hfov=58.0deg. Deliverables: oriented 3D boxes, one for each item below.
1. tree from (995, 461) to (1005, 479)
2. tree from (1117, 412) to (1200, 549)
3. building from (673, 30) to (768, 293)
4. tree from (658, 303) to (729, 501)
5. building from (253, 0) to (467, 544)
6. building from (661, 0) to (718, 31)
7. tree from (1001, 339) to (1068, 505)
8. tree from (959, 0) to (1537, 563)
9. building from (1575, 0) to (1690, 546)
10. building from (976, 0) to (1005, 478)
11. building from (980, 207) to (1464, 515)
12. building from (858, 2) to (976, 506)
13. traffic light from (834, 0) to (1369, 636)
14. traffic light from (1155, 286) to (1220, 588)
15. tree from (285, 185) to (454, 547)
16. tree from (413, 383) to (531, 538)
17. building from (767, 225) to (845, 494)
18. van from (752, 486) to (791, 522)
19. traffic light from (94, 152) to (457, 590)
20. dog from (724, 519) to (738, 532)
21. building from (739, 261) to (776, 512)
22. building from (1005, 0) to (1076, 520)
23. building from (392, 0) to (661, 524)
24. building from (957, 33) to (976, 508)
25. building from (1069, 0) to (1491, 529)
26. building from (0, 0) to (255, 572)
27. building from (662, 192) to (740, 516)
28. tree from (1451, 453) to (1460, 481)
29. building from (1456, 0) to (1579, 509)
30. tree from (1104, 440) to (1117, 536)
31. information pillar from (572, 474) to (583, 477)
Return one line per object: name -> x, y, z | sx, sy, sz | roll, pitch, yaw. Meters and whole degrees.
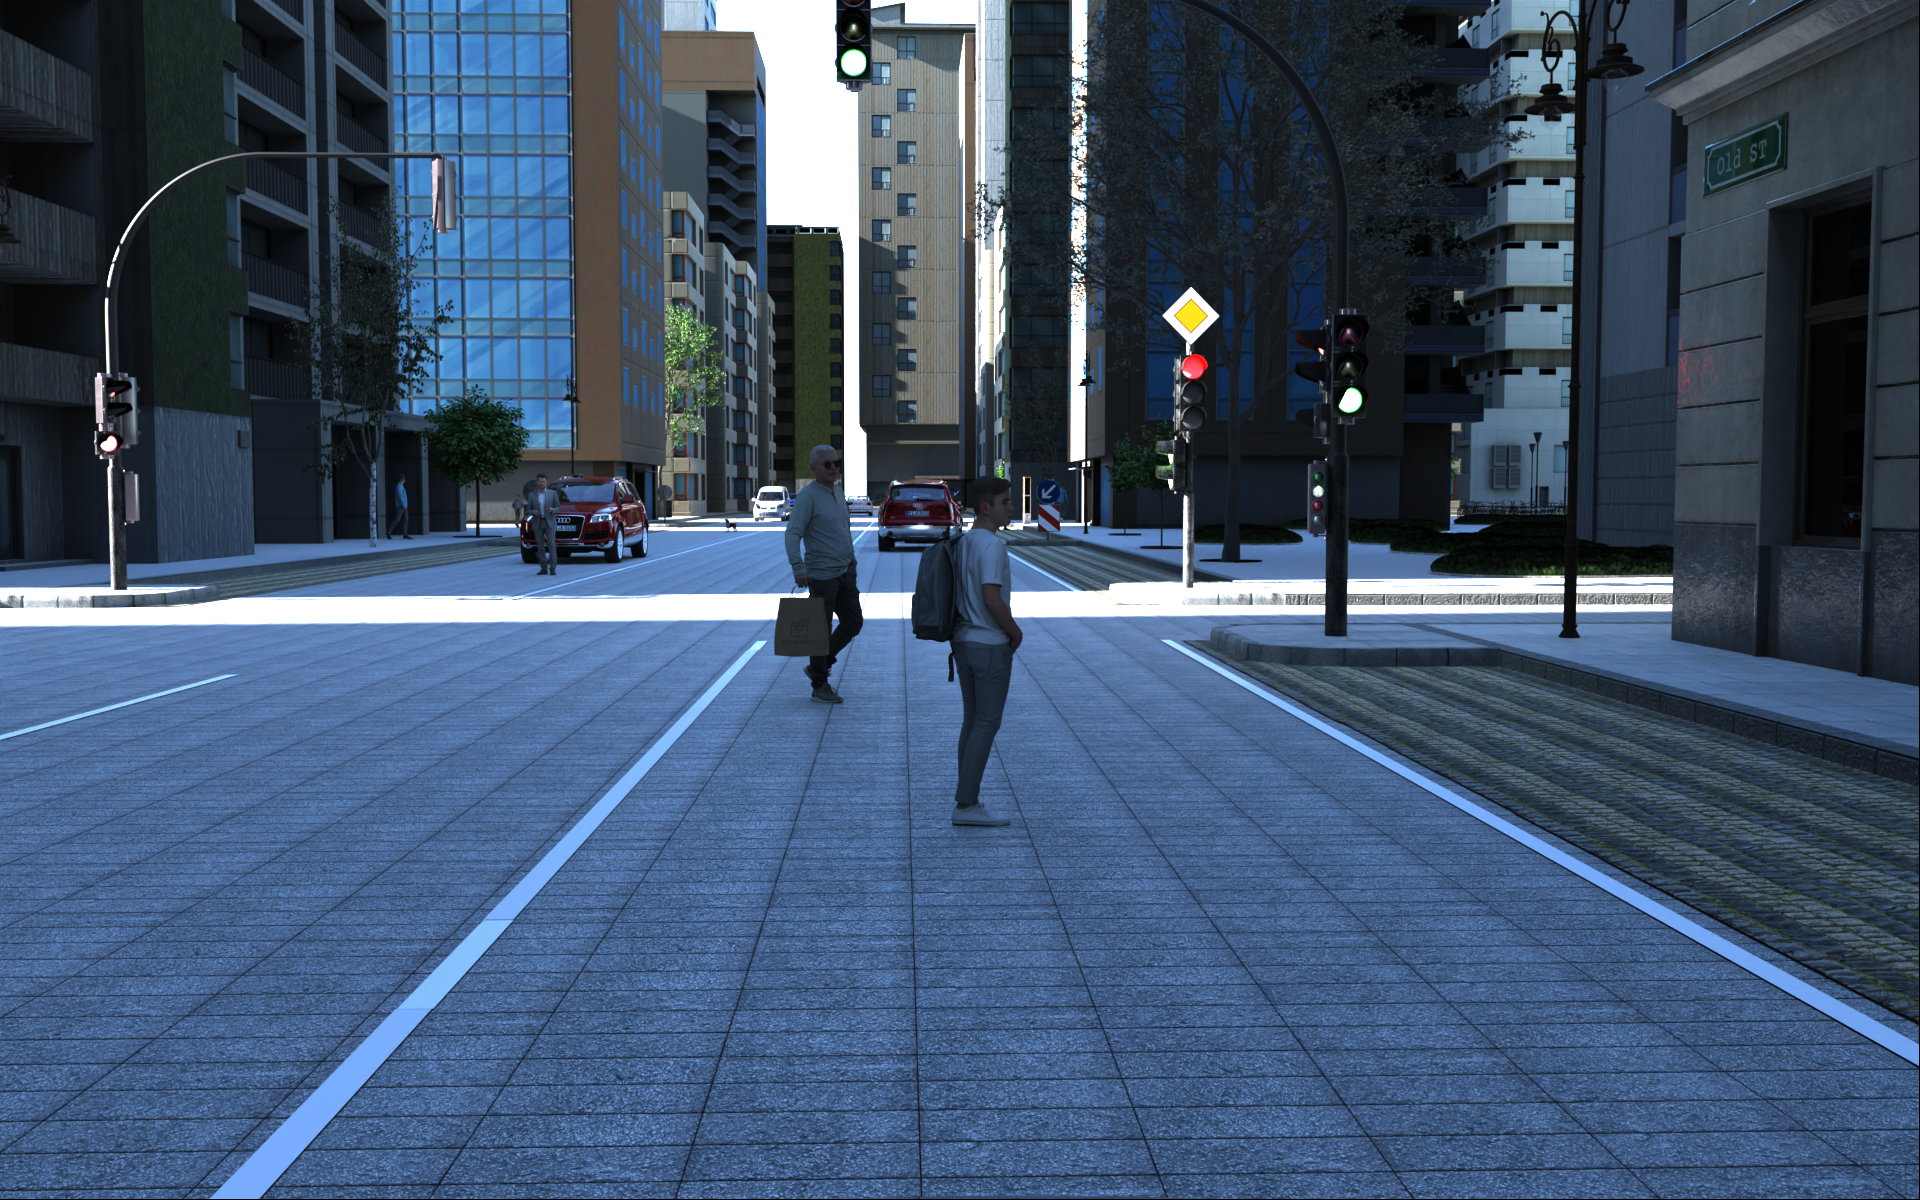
tree -> 2.505, -6.528, 101.328 | 1.663, 3.219, 1.824 | 0, 3, 0
tree -> 4.747, -2.827, 40.828 | 1.663, 3.219, 1.824 | 0, 3, 0
building -> -26.080, -31.539, 165.769 | 14.200, 45.320, 14.600 | 0, 4, -2
tree -> -16.099, -10.253, 93.388 | 9.928, 11.665, 9.643 | 0, 3, 0
building -> -27.019, -37.573, 52.563 | 20.563, 71.187, 20.611 | 0, 4, -2
building -> -40.921, -39.649, 190.263 | 28.212, 58.520, 21.231 | 0, 4, -2
tree -> 4.095, -8.010, 81.330 | 4.360, 8.622, 3.978 | 0, 3, 0
tree -> 5.271, -7.462, 32.368 | 12.009, 13.543, 11.850 | 0, 3, 0
building -> 29.234, -30.003, 32.556 | 28.212, 58.520, 21.231 | 0, 4, -2
building -> 11.832, -36.901, 145.332 | 21.231, 58.520, 28.212 | 0, 4, -2
building -> 15.816, -16.672, 117.630 | 27.650, 21.520, 28.899 | 0, 4, -2
building -> 1.788, -37.092, 195.694 | 27.495, 52.752, 28.713 | 0, 4, -2
traffic light -> 1.294, -2.491, 15.398 | 4.771, 5.953, 1.251 | 0, 4, -2
traffic light -> 3.104, -2.121, 23.592 | 0.839, 4.253, 0.868 | 0, 4, -2
tree -> -14.235, -5.589, 41.750 | 4.360, 8.622, 3.978 | 0, 3, 0
tree -> -14.421, -4.139, 51.386 | 4.285, 4.588, 4.351 | 0, 3, 0
building -> -19.661, -25.497, 188.583 | 14.107, 30.474, 14.160 | 0, 4, -2
van -> -9.913, -5.167, 91.497 | 2.013, 2.044, 4.112 | 0, 4, -1
traffic light -> -9.160, -2.968, 23.187 | 4.771, 5.953, 1.251 | 0, 4, -2
dog -> -8.585, -2.797, 65.024 | 0.406, 0.507, 0.540 | 0, 4, 6
building -> -30.087, -18.199, 142.599 | 27.650, 21.520, 28.899 | 0, 4, -2
building -> 9.271, -19.581, 91.846 | 14.160, 30.474, 14.107 | 0, 4, -2
building -> -21.494, -26.227, 78.916 | 14.600, 45.320, 14.200 | 0, 4, -2
building -> 7.062, -31.599, 166.749 | 14.600, 45.320, 14.200 | 0, 4, -2
building -> 11.938, -25.642, 69.359 | 14.600, 45.320, 14.200 | 0, 4, -2
building -> -21.717, -15.716, 28.662 | 14.160, 30.474, 14.107 | 0, 4, -2
building -> -29.877, -16.405, 113.266 | 27.650, 21.520, 28.899 | 0, 4, -2
tree -> 26.558, -7.017, 98.444 | 4.285, 4.588, 4.351 | 0, 3, 0
building -> 57.344, -35.061, 162.481 | 27.495, 52.752, 28.713 | 0, 4, -2
tree -> 5.109, -3.617, 53.740 | 1.663, 3.219, 1.824 | 0, 3, 0
information pillar -> -14.206, -3.665, 64.410 | 0.304, 2.012, 0.304 | 1, 4, 16
